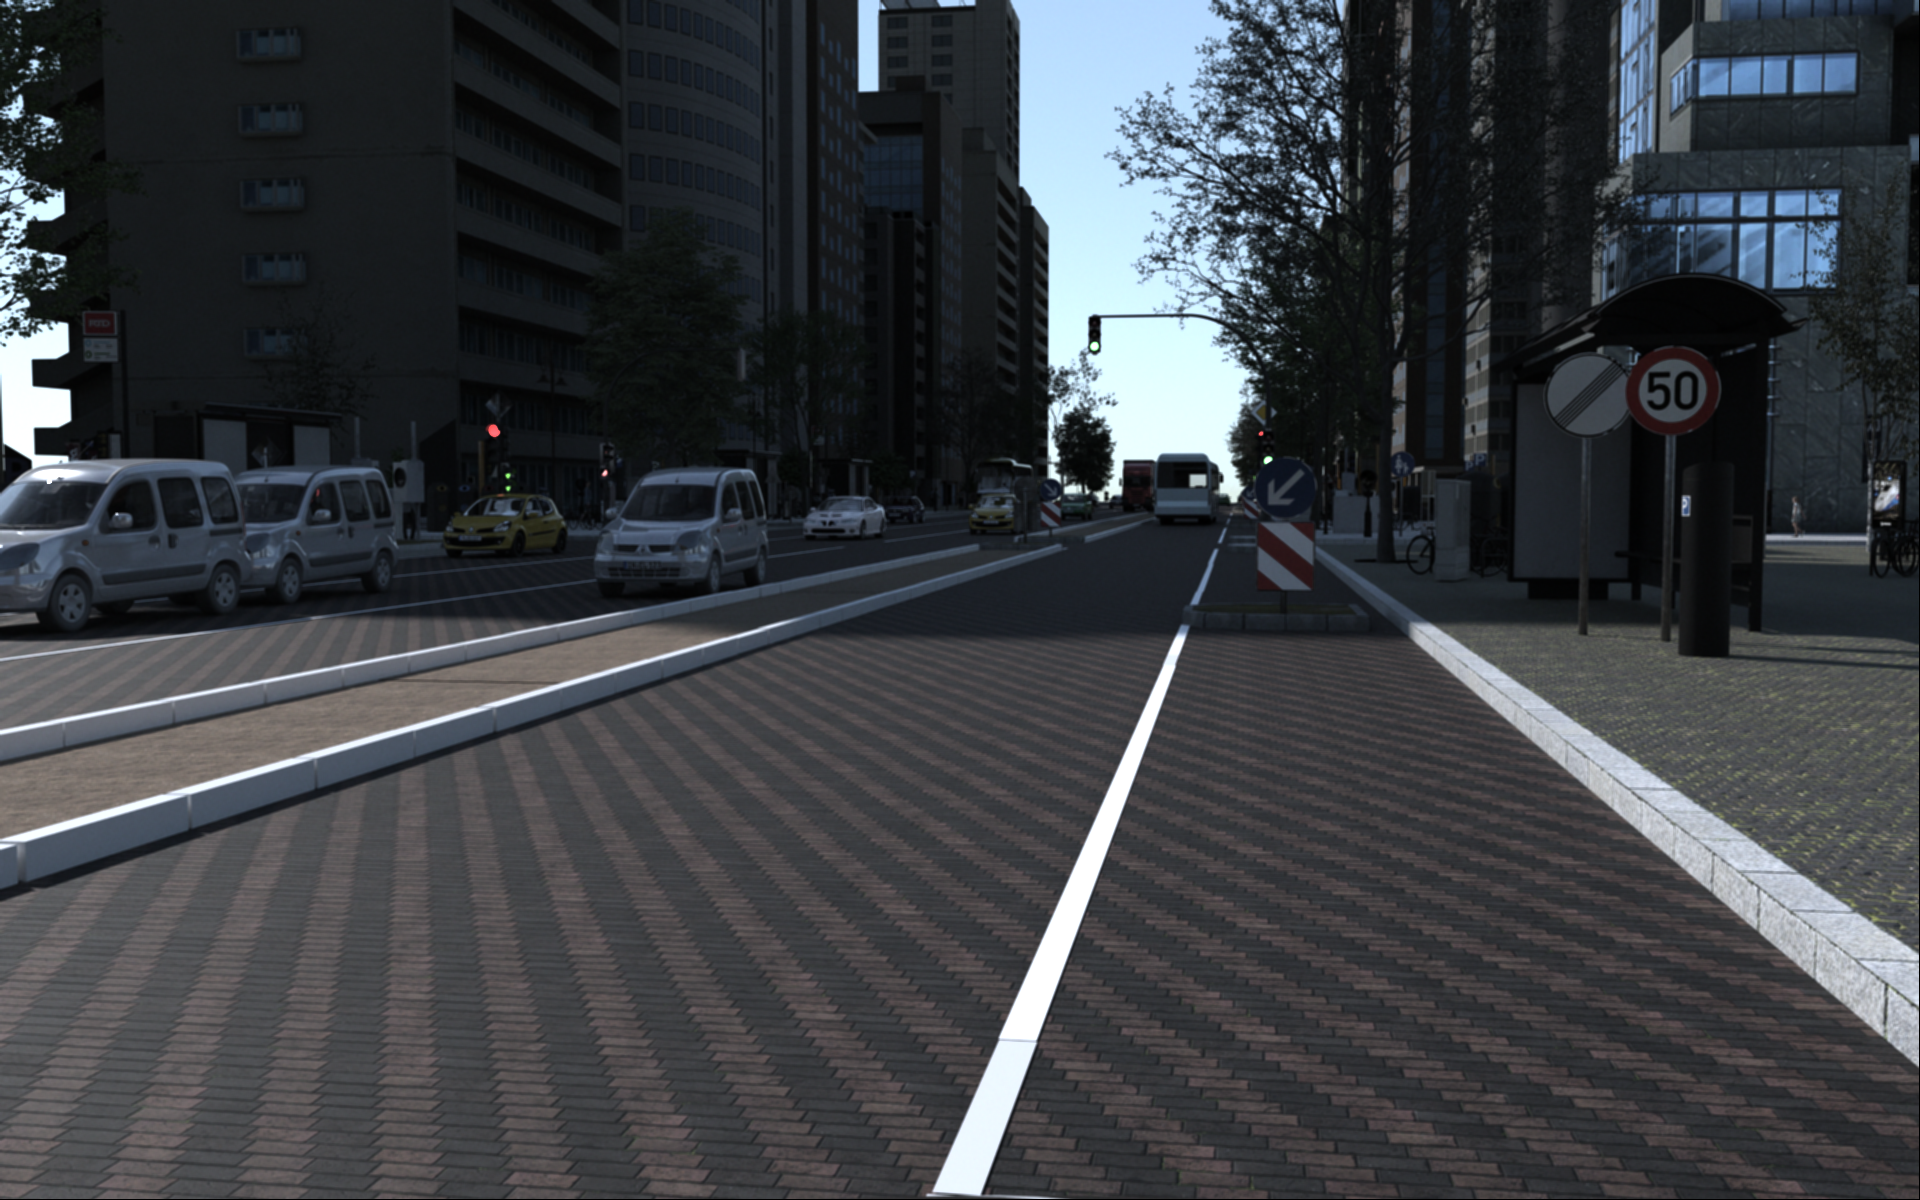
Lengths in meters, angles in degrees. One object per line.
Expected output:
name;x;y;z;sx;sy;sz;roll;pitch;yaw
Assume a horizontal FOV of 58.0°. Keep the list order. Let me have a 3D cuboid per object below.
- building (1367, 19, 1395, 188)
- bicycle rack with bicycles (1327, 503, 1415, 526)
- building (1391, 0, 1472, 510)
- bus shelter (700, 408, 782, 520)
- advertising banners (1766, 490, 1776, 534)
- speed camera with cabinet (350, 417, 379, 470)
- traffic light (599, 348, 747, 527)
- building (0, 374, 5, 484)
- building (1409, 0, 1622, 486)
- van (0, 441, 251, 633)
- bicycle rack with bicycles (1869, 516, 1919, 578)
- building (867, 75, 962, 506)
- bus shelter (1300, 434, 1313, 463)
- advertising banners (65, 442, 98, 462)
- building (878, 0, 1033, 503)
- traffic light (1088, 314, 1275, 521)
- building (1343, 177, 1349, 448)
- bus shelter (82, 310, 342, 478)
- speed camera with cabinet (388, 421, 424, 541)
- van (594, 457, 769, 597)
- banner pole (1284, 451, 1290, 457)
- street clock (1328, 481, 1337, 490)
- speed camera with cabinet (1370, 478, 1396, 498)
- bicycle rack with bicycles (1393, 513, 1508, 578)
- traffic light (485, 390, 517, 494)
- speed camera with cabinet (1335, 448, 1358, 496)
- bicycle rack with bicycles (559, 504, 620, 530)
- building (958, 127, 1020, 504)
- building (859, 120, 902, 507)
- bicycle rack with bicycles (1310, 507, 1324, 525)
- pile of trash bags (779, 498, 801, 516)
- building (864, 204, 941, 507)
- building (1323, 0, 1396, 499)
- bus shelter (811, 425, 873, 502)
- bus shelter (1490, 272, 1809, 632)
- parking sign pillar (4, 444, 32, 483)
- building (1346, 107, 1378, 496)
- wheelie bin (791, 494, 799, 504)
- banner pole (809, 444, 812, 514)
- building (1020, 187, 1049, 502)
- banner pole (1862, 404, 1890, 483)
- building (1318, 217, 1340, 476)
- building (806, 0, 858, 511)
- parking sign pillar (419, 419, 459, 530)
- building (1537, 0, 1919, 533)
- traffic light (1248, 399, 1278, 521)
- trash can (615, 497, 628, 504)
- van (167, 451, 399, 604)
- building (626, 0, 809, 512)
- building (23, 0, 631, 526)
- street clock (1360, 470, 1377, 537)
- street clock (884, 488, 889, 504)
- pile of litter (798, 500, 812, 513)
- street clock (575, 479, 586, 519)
building;48.788;-30.813;158.424;22.147;44.769;28.867;1;4;9
bicycle rack with bicycles;14.988;-2.925;61.198;2.925;0.926;2.852;-1;4;-10
building;42.073;-29.817;137.620;14.600;45.320;14.200;1;4;9
bus shelter;-10.673;-6.427;82.709;2.179;5.291;8.768;1;4;9
advertising banners;25.361;-3.674;56.251;2.074;3.025;0.090;3;4;36
speed camera with cabinet;-15.234;-3.030;43.884;0.660;3.252;2.038;0;4;-5
traffic light;-9.053;-4.868;54.259;4.771;5.953;1.251;1;4;9
building;-61.793;-46.873;79.043;31.000;86.520;22.319;1;4;9
building;45.497;-25.515;109.059;32.217;40.220;23.993;1;4;9
van;-9.754;-0.754;19.337;2.013;2.044;4.112;1;4;11
bicycle rack with bicycles;15.240;-0.815;26.714;2.925;0.926;2.852;-1;4;-20
building;-7.727;-33.037;190.257;14.600;45.320;14.200;1;4;9
bus shelter;22.140;-8.302;113.369;2.179;5.291;8.768;1;4;9
advertising banners;-29.394;-3.842;59.006;0.090;3.025;2.074;3;5;39
building;0.187;-49.917;254.396;20.563;71.187;20.611;1;4;9
traffic light;5.620;-4.219;43.648;4.771;5.953;1.251;1;4;9
building;56.673;-33.030;223.630;14.154;41.232;14.086;1;4;9
bus shelter;-17.648;-3.838;40.380;2.179;5.291;8.768;1;4;9
speed camera with cabinet;-15.498;-3.248;47.441;2.038;3.252;0.660;3;5;40
van;-4.033;-1.128;25.453;2.013;2.044;4.112;0;4;8
banner pole;18.726;-6.673;99.112;0.863;3.779;0.401;-2;4;-34
street clock;19.943;-5.392;92.728;0.358;2.002;0.471;-2;4;-33
speed camera with cabinet;24.765;-6.573;101.799;2.038;3.252;0.660;-3;4;-37
bicycle rack with bicycles;8.516;-0.869;27.591;2.925;0.926;2.852;-1;4;-9
traffic light;-12.405;-3.532;46.673;0.839;4.253;0.868;1;4;9
speed camera with cabinet;16.305;-4.812;73.011;0.660;3.252;2.038;2;4;24
bicycle rack with bicycles;-13.054;-3.015;62.683;2.852;0.926;2.925;-3;5;-39
building;-4.198;-37.310;233.725;21.300;48.544;21.600;1;4;9
building;-22.011;-28.554;158.742;32.217;40.220;23.993;1;4;9
bicycle rack with bicycles;15.509;-3.428;69.437;2.925;0.926;2.852;0;4;7
pile of trash bags;-10.858;-5.666;102.385;1.912;1.369;3.447;2;4;27
building;-10.028;-24.751;176.373;14.160;30.474;14.107;1;4;9
building;61.213;-49.008;239.524;20.563;71.187;20.611;1;4;9
bus shelter;-7.202;-7.732;104.046;2.179;5.291;8.768;1;4;9
bus shelter;7.098;-1.508;18.583;2.014;3.302;5.546;1;4;9
parking sign pillar;-50.155;-6.348;92.259;1.447;3.967;1.447;-1;4;-22
building;48.560;-30.444;181.355;14.154;41.232;14.086;1;4;9
wheelie bin;-9.577;-5.554;98.718;0.693;1.594;0.980;1;4;10
banner pole;-7.532;-5.954;87.369;0.401;3.779;0.863;0;4;3
building;2.376;-39.922;276.424;21.300;48.544;21.600;1;4;9
banner pole;25.412;-3.544;47.958;0.863;3.779;0.401;3;5;39
building;65.949;-37.306;264.580;22.147;44.769;28.867;1;4;9
building;-16.341;-29.850;138.154;14.600;45.320;14.200;1;4;9
parking sign pillar;-18.652;-4.500;62.054;1.447;3.967;1.447;0;4;-3
building;38.463;-45.944;63.859;31.000;86.520;22.319;1;4;9
traffic light;8.972;-3.818;51.340;0.839;4.253;0.868;1;4;9
trash can;-14.554;-3.826;74.215;0.748;1.137;0.748;0;3;0
van;-9.331;-1.031;23.863;2.013;2.044;4.112;0;4;7
building;-23.665;-34.920;112.943;21.231;58.520;28.212;1;4;9
building;-29.446;-27.964;80.909;21.300;48.544;21.600;1;4;9
street clock;12.133;-2.868;51.470;0.471;2.002;0.358;2;4;29
street clock;-4.973;-6.915;117.625;0.471;2.002;0.358;1;4;18
pile of litter;-10.965;-6.426;119.038;1.719;0.858;1.176;0;4;3
street clock;-17.720;-4.678;81.047;0.471;2.002;0.358;-3;5;-41
